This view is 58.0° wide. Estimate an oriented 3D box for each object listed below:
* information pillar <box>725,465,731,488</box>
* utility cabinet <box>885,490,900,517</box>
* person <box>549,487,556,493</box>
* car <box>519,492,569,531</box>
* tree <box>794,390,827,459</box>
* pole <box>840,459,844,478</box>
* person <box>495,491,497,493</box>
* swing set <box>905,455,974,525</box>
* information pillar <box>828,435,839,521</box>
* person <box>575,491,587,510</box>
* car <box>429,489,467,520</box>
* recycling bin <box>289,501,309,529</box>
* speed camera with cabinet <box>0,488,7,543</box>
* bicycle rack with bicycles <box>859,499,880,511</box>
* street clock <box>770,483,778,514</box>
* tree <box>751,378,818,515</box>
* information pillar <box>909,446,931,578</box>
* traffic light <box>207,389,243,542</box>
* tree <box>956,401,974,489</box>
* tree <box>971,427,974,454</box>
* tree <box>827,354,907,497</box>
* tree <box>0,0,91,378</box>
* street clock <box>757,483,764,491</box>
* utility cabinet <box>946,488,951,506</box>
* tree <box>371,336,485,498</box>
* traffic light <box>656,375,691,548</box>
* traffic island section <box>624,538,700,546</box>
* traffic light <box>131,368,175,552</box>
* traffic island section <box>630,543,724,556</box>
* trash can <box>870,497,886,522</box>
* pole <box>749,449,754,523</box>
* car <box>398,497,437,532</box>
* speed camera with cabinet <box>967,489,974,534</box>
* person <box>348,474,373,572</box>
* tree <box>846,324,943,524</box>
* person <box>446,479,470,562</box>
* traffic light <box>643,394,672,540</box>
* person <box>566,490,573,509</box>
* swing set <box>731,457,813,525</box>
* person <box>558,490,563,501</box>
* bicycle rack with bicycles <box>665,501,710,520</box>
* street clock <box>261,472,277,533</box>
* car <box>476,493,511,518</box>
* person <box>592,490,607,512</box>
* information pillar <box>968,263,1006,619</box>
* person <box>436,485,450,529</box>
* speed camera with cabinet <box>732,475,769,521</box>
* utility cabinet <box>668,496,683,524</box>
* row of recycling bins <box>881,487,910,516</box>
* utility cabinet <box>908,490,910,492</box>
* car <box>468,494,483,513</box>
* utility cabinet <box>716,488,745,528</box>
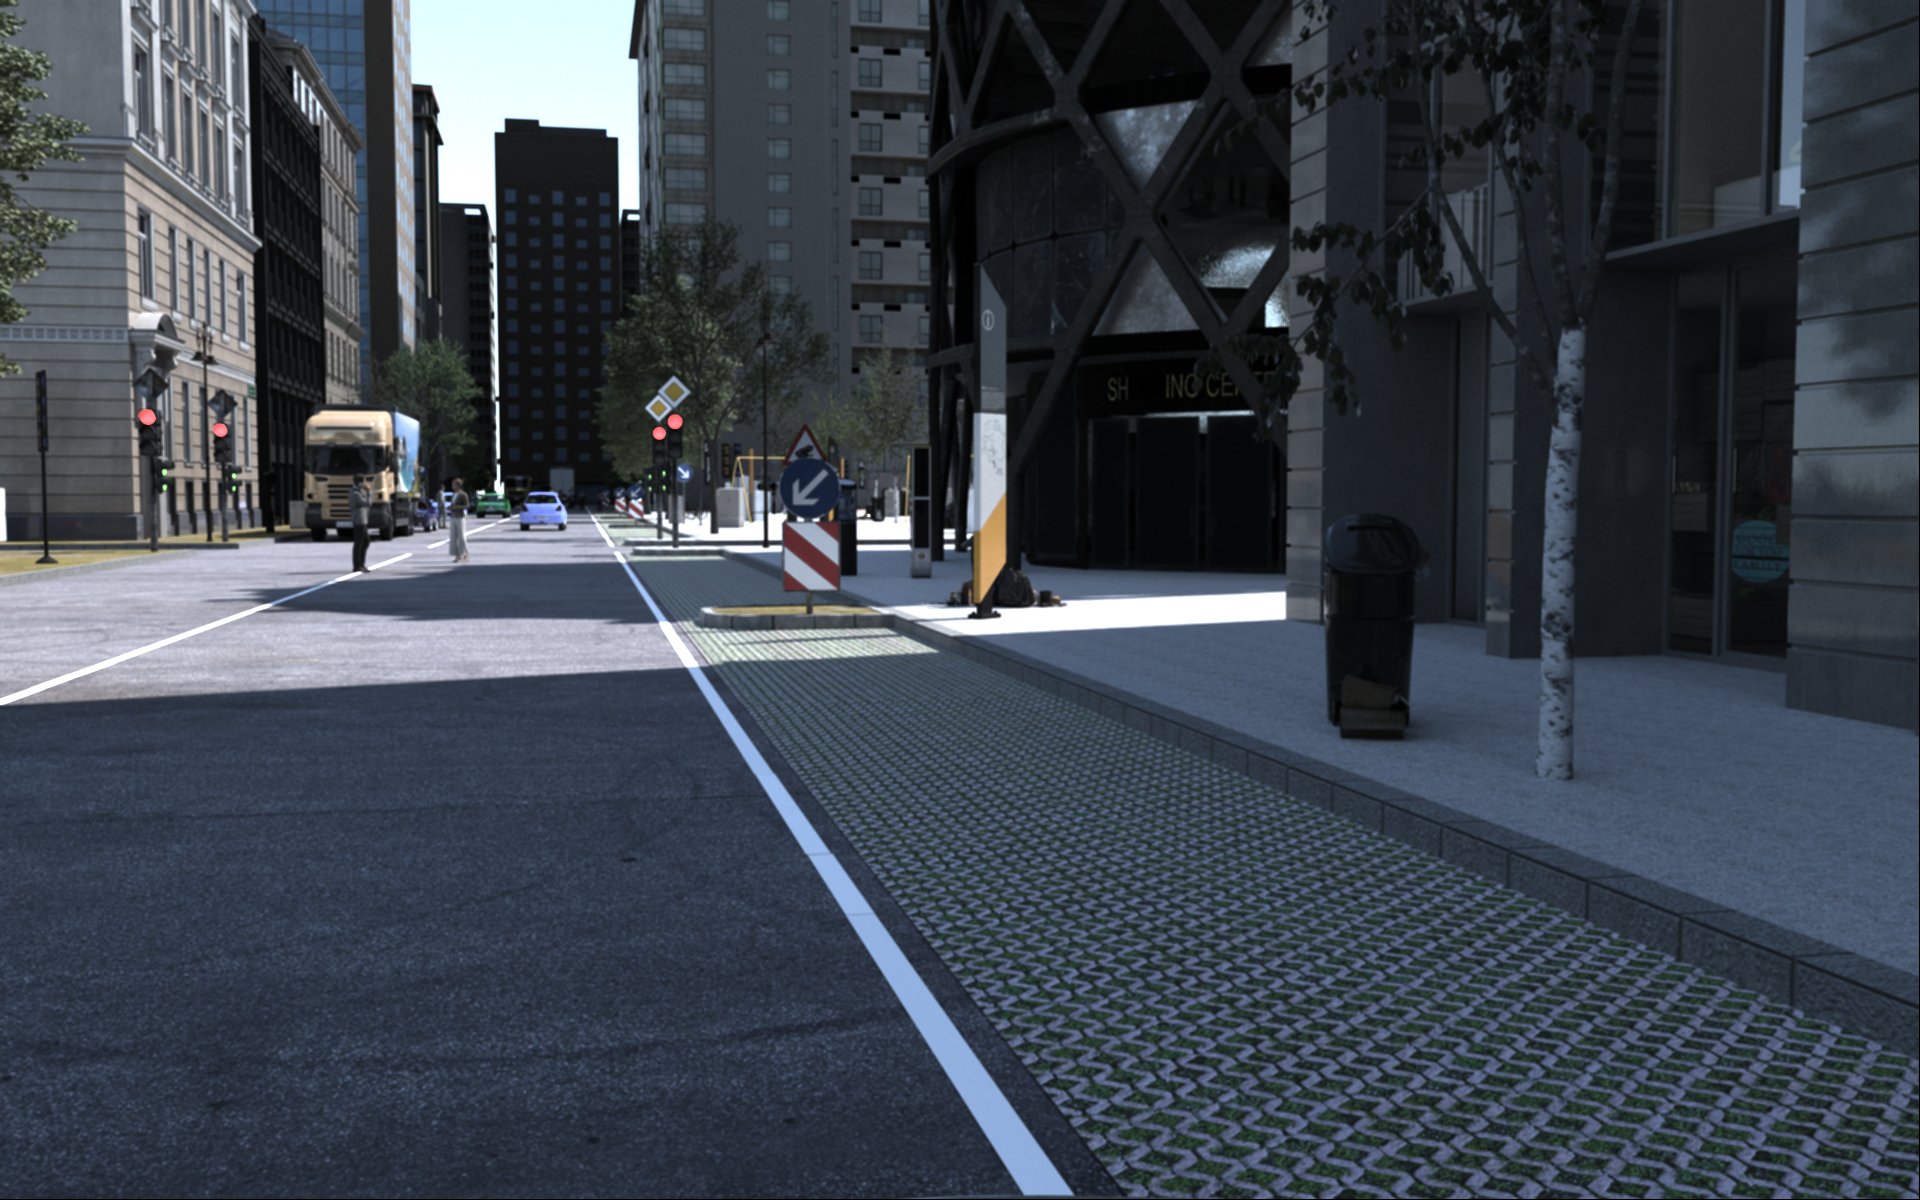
[{"bbox_3d":[-16.315,-7.989,121.970,0.504,3.616,0.183,-2,4,-24],"label":"information pillar"},{"bbox_3d":[-3.728,-5.276,94.948,0.318,1.500,1.173,-2,4,-31],"label":"utility cabinet"},{"bbox_3d":[-26.390,-6.374,112.082,0.474,1.900,0.648,3,4,38],"label":"person"},{"bbox_3d":[-16.519,-3.616,68.710,1.945,1.707,3.694,-1,4,-11],"label":"car"},{"bbox_3d":[-9.348,-10.378,120.049,4.737,8.622,4.395,0,3,0],"label":"tree"},{"bbox_3d":[-6.772,-6.458,99.439,0.158,3.312,0.155,0,3,0],"label":"pole"},{"bbox_3d":[-42.225,-9.060,157.341,0.721,1.736,1.217,-2,4,-35],"label":"person"},{"bbox_3d":[-0.544,-4.425,69.971,3.119,2.851,2.862,0,4,-7],"label":"swing set"},{"bbox_3d":[-5.076,-4.772,69.370,0.183,3.616,0.504,3,5,44],"label":"information pillar"},{"bbox_3d":[-33.661,-8.853,153.969,1.217,1.736,0.721,2,4,25],"label":"person"},{"bbox_3d":[-27.995,-5.208,94.735,1.945,1.707,3.694,-1,4,-10],"label":"car"},{"bbox_3d":[-24.164,-3.124,63.638,0.722,1.027,0.722,0,4,-3],"label":"recycling bin"},{"bbox_3d":[-25.533,-3.108,45.145,0.660,3.252,2.038,-1,4,-13],"label":"speed camera with cabinet"},{"bbox_3d":[-6.109,-6.839,125.195,2.852,0.926,2.925,-1,4,-20],"label":"bicycle rack with bicycles"},{"bbox_3d":[-11.771,-6.429,109.679,0.471,2.002,0.358,0,4,7],"label":"street clock"},{"bbox_3d":[-10.476,-9.362,103.436,4.360,8.622,3.978,0,3,0],"label":"tree"},{"bbox_3d":[-0.604,-1.344,26.460,0.304,2.012,0.304,-1,4,-8],"label":"information pillar"},{"bbox_3d":[-19.685,-3.512,46.337,0.839,4.253,0.868,-1,4,-12],"label":"traffic light"},{"bbox_3d":[0.882,-8.114,83.023,4.360,8.622,3.978,0,3,0],"label":"tree"},{"bbox_3d":[2.374,-9.792,110.458,4.737,8.622,4.395,0,3,0],"label":"tree"},{"bbox_3d":[-4.531,-8.630,91.466,4.737,8.622,4.395,0,3,0],"label":"tree"},{"bbox_3d":[-15.627,-6.429,23.240,7.486,12.596,7.792,0,3,0],"label":"tree"},{"bbox_3d":[-13.054,-6.678,113.759,0.471,2.002,0.358,1,4,16],"label":"street clock"},{"bbox_3d":[-0.947,-3.602,67.578,1.173,1.500,0.318,0,4,4],"label":"utility cabinet"},{"bbox_3d":[-35.099,-11.496,113.718,9.928,11.665,9.643,0,3,0],"label":"tree"},{"bbox_3d":[-6.773,-3.187,41.020,0.839,4.253,0.868,-1,4,-12],"label":"traffic light"},{"bbox_3d":[-8.455,-1.631,48.941,2.009,0.180,2.903,-1,4,-12],"label":"traffic island section"},{"bbox_3d":[-17.961,-3.035,38.540,0.839,4.253,0.868,-1,4,-12],"label":"traffic light"},{"bbox_3d":[-6.731,-1.154,41.143,2.009,0.180,2.903,-1,4,-12],"label":"traffic island section"},{"bbox_3d":[-3.806,-4.220,80.653,0.748,1.137,0.748,0,3,0],"label":"trash can"},{"bbox_3d":[-9.356,-5.126,77.650,0.158,3.312,0.155,0,3,0],"label":"pole"},{"bbox_3d":[-20.989,-3.276,66.141,1.945,1.354,3.894,-1,4,-12],"label":"car"},{"bbox_3d":[0.740,-3.823,56.836,0.660,3.252,2.038,1,4,14],"label":"speed camera with cabinet"},{"bbox_3d":[-10.970,-1.410,31.736,0.473,1.802,0.592,-1,4,-12],"label":"person"},{"bbox_3d":[-2.784,-7.589,74.447,4.360,8.622,3.978,0,3,0],"label":"tree"},{"bbox_3d":[-10.602,-1.678,36.477,0.519,1.759,0.362,2,4,32],"label":"person"},{"bbox_3d":[-8.497,-3.663,48.818,0.839,4.253,0.868,-1,4,-12],"label":"traffic light"},{"bbox_3d":[-38.152,-9.853,169.471,0.709,1.838,0.599,1,4,15],"label":"person"},{"bbox_3d":[-8.242,-4.650,73.654,3.119,2.851,2.862,-2,4,-29],"label":"swing set"},{"bbox_3d":[-29.139,-7.126,125.734,0.721,1.743,1.217,1,4,11],"label":"person"},{"bbox_3d":[-13.509,-4.474,86.526,2.925,0.926,2.852,1,4,21],"label":"bicycle rack with bicycles"},{"bbox_3d":[-22.896,-3.233,57.434,0.358,2.002,0.471,2,4,25],"label":"street clock"},{"bbox_3d":[-28.298,-5.889,105.076,1.959,1.807,4.718,-1,4,-11],"label":"car"},{"bbox_3d":[-28.500,-7.807,136.861,1.217,1.736,0.721,0,4,7],"label":"person"},{"bbox_3d":[0.302,-1.622,17.870,0.183,3.616,0.504,3,4,36],"label":"information pillar"},{"bbox_3d":[-21.457,-3.860,71.707,0.635,1.810,0.391,3,5,44],"label":"person"},{"bbox_3d":[-10.125,-5.420,82.958,0.660,3.252,2.038,-3,5,-39],"label":"speed camera with cabinet"},{"bbox_3d":[-12.397,-3.935,75.501,0.306,1.237,1.020,-2,4,-31],"label":"utility cabinet"},{"bbox_3d":[-2.940,-5.735,100.879,3.534,1.692,1.069,1,4,18],"label":"row of recycling bins"},{"bbox_3d":[-2.927,-5.887,104.936,0.318,1.500,1.173,2,4,28],"label":"utility cabinet"},{"bbox_3d":[-36.715,-7.402,132.820,2.131,1.459,4.920,-1,4,-14],"label":"car"},{"bbox_3d":[-8.643,-3.452,65.113,1.173,1.500,0.318,3,4,36],"label":"utility cabinet"}]
